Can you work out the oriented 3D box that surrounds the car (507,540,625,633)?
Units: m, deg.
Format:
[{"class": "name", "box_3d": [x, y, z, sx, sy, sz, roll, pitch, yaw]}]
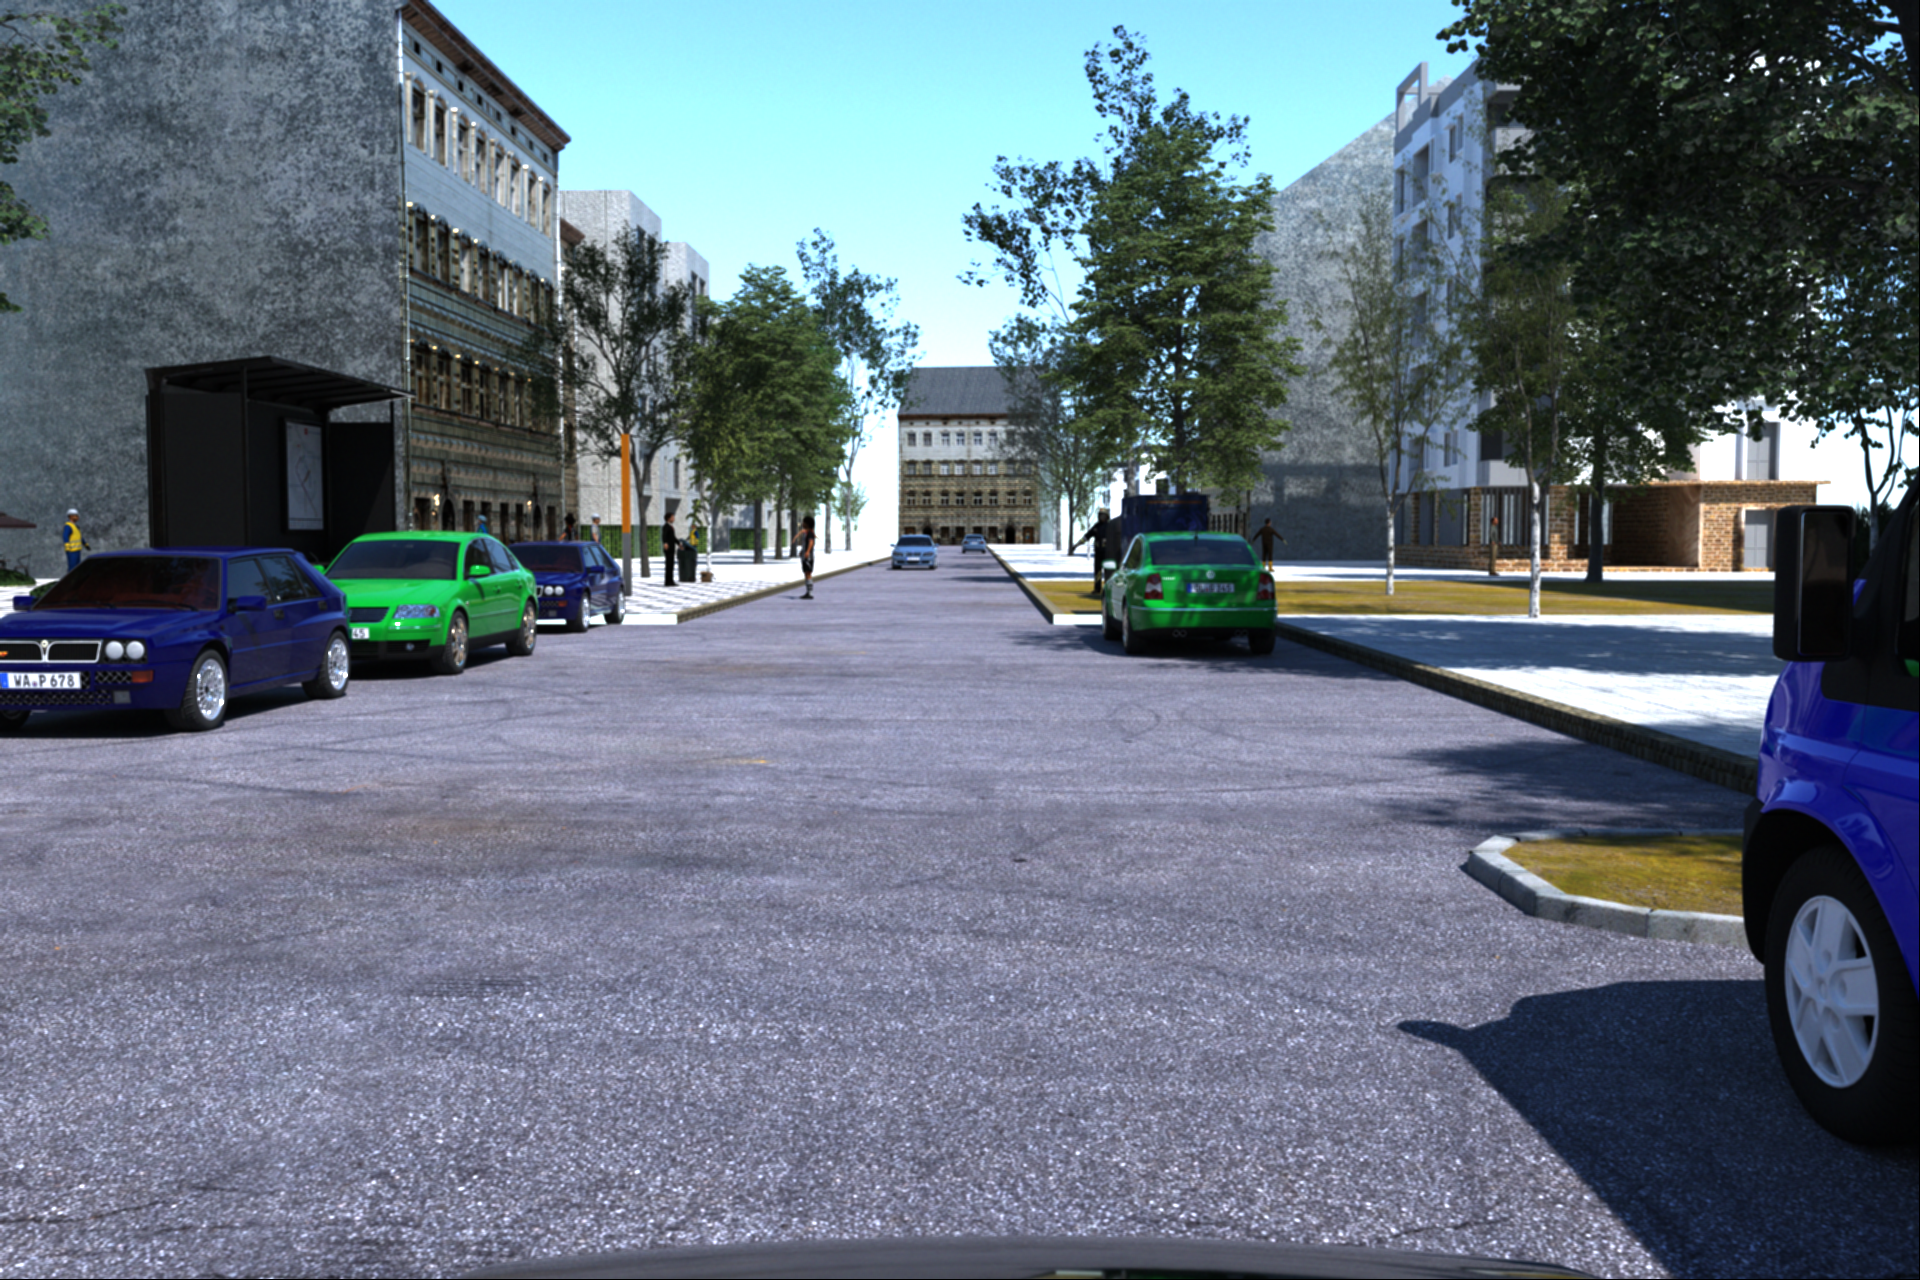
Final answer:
[{"class": "car", "box_3d": [-6.271, -0.843, 26.370, 1.945, 1.354, 3.894, 0, 4, 1]}]

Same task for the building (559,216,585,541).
[{"class": "building", "box_3d": [-28.819, -15.172, 78.990, 19.493, 23.208, 18.063, 0, 4, 1]}]

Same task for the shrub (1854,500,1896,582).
[{"class": "shrub", "box_3d": [19.202, -1.929, 35.953, 1.690, 2.028, 1.600, 0, 3, 0]}]

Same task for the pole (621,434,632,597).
[{"class": "pole", "box_3d": [-6.818, -2.542, 35.406, 0.158, 3.312, 0.155, 0, 3, 0]}]

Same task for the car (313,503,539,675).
[{"class": "car", "box_3d": [-5.953, -0.626, 19.025, 1.959, 1.807, 4.718, 0, 4, 1]}]

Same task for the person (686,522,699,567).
[{"class": "person", "box_3d": [-10.310, -3.675, 66.545, 0.721, 1.772, 1.216, -2, 4, -29]}]

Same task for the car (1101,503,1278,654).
[{"class": "car", "box_3d": [2.835, -0.810, 22.044, 1.959, 1.807, 4.718, 0, 4, -1]}]

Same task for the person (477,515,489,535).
[{"class": "person", "box_3d": [-13.670, -2.649, 49.436, 0.704, 1.817, 1.347, 0, 4, 2]}]

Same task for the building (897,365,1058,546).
[{"class": "building", "box_3d": [2.624, -23.951, 224.982, 18.063, 23.208, 19.493, 1, 4, 10]}]

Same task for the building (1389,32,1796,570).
[{"class": "building", "box_3d": [23.117, -13.118, 70.907, 16.016, 20.090, 11.380, 0, 4, 1]}]

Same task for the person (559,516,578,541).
[{"class": "person", "box_3d": [-11.590, -2.759, 51.261, 0.704, 1.843, 1.345, 1, 4, 15]}]

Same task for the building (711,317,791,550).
[{"class": "building", "box_3d": [-24.966, -17.769, 156.979, 16.747, 18.905, 31.486, 0, 4, 1]}]

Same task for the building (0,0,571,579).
[{"class": "building", "box_3d": [-24.696, -13.853, 57.433, 19.493, 23.208, 18.063, 0, 4, 1]}]

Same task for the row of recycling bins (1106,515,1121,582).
[{"class": "row of recycling bins", "box_3d": [3.439, -1.663, 34.302, 1.069, 1.692, 3.534, 0, 4, -1]}]

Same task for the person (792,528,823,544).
[{"class": "person", "box_3d": [-5.670, -3.513, 64.234, 1.217, 1.733, 0.721, -2, 4, -28]}]

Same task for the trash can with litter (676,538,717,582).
[{"class": "trash can with litter", "box_3d": [-7.013, -2.122, 46.076, 1.055, 1.170, 0.624, 0, 4, 1]}]

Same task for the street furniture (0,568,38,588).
[{"class": "street furniture", "box_3d": [-26.616, -1.453, 39.389, 5.734, 0.657, 10.072, 2, 4, 33]}]

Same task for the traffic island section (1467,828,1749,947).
[{"class": "traffic island section", "box_3d": [3.143, 0.973, 6.953, 1.991, 0.108, 1.994, 0, 3, 0]}]

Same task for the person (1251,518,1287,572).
[{"class": "person", "box_3d": [10.485, -3.231, 58.962, 1.346, 1.812, 0.704, 3, 4, 37]}]

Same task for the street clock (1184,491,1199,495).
[{"class": "street clock", "box_3d": [3.935, -1.523, 29.466, 0.358, 2.002, 0.471, 0, 4, 1]}]

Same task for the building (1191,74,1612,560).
[{"class": "building", "box_3d": [23.248, -15.993, 92.413, 19.493, 23.208, 18.063, 0, 3, 0]}]

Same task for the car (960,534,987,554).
[{"class": "car", "box_3d": [1.026, -7.152, 128.942, 2.014, 1.417, 4.499, 0, 3, 0]}]

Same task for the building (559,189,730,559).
[{"class": "building", "box_3d": [-24.873, -14.598, 105.132, 16.747, 18.905, 31.486, 0, 4, 1]}]

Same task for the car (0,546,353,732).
[{"class": "car", "box_3d": [-6.282, -0.075, 13.799, 1.945, 1.354, 3.894, 0, 4, 1]}]

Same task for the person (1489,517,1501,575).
[{"class": "person", "box_3d": [16.586, -2.905, 53.766, 0.705, 1.796, 1.348, 2, 4, 26]}]

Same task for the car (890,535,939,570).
[{"class": "car", "box_3d": [-1.829, -3.591, 70.723, 2.014, 1.417, 4.499, 0, 4, 1]}]

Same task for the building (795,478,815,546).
[{"class": "building", "box_3d": [-26.184, -21.978, 190.276, 19.493, 23.208, 18.063, 0, 4, 1]}]

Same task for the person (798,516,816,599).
[{"class": "person", "box_3d": [-3.389, -1.815, 38.284, 0.704, 1.843, 1.345, -1, 4, -11]}]

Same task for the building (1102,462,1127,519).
[{"class": "building", "box_3d": [21.923, -15.833, 201.010, 9.099, 9.664, 28.070, 0, 4, 1]}]

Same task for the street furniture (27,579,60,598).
[{"class": "street furniture", "box_3d": [-13.141, -1.185, 34.997, 10.072, 0.657, 5.734, -2, 4, -28]}]

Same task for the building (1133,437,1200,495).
[{"class": "building", "box_3d": [21.434, -13.536, 163.466, 9.099, 9.664, 28.070, 0, 4, 1]}]
